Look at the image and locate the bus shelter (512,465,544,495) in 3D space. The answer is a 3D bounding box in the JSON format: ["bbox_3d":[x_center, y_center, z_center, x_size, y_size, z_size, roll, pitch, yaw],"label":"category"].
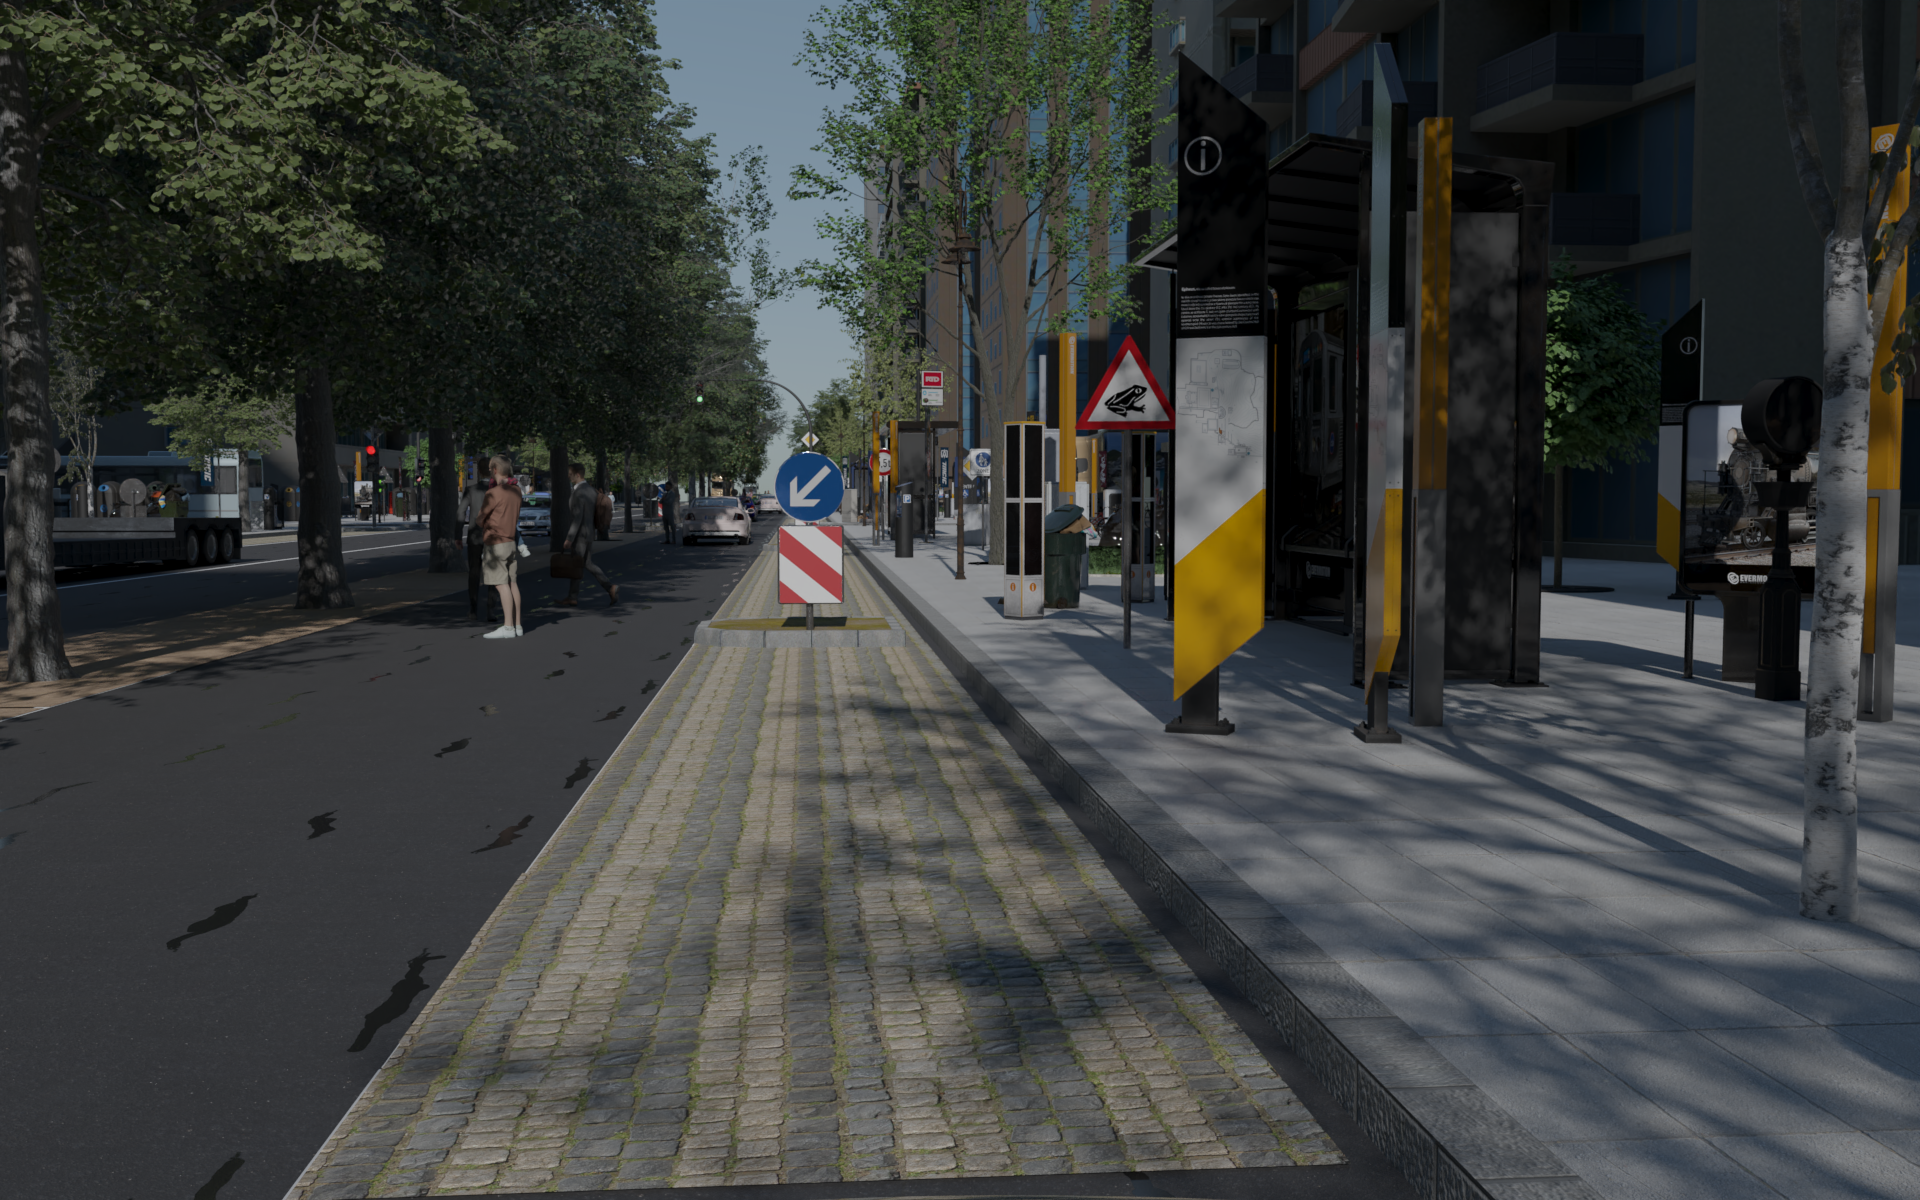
[{"bbox_3d":[-31.198,-7.962,124.109,2.014,3.302,5.546,0,4,-5],"label":"bus shelter"}]

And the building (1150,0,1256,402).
[{"bbox_3d":[21.854,-28.892,96.080,21.600,48.544,21.300,0,4,-5],"label":"building"}]

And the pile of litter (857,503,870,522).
[{"bbox_3d":[-4.528,-4.563,88.573,1.176,0.858,1.719,-1,4,-19],"label":"pile of litter"}]

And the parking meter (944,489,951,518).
[{"bbox_3d":[-0.680,-5.177,93.058,0.372,1.533,0.369,0,3,0],"label":"parking meter"}]

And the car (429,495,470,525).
[{"bbox_3d":[-23.954,-4.282,82.367,2.083,1.381,4.827,0,4,-6],"label":"car"}]

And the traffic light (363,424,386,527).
[{"bbox_3d":[-22.786,-4.795,67.325,0.839,4.253,0.868,0,4,-5],"label":"traffic light"}]

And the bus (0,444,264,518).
[{"bbox_3d":[-35.743,-4.653,70.940,13.247,3.499,2.948,0,4,-4],"label":"bus"}]

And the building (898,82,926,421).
[{"bbox_3d":[4.767,-32.376,183.975,22.147,44.769,28.867,0,4,-5],"label":"building"}]

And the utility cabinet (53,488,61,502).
[{"bbox_3d":[-34.816,-3.492,65.778,1.173,1.500,0.318,-1,4,-20],"label":"utility cabinet"}]

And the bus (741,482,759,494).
[{"bbox_3d":[-35.919,-18.673,296.848,2.896,3.916,12.252,0,4,-5],"label":"bus"}]

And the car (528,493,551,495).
[{"bbox_3d":[-20.138,-4.468,82.643,1.945,1.707,3.694,0,4,-4],"label":"car"}]

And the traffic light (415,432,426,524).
[{"bbox_3d":[-21.423,-6.167,75.499,4.771,5.953,1.251,0,4,-5],"label":"traffic light"}]

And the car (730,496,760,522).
[{"bbox_3d":[-11.412,-4.738,90.039,1.945,1.354,3.894,0,4,-5],"label":"car"}]

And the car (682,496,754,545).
[{"bbox_3d":[-6.973,-2.291,49.819,2.083,1.381,4.827,0,4,-6],"label":"car"}]

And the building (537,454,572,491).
[{"bbox_3d":[-52.469,-31.493,198.512,14.154,41.232,14.086,0,4,-5],"label":"building"}]

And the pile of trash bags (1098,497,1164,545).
[{"bbox_3d":[4.738,-2.009,42.593,1.912,1.369,3.447,2,4,26],"label":"pile of trash bags"}]

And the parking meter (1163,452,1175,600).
[{"bbox_3d":[2.651,-0.923,20.799,0.255,1.863,0.399,-2,4,-35],"label":"parking meter"}]

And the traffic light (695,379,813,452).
[{"bbox_3d":[-8.019,-5.740,68.516,4.771,5.953,1.251,0,4,-5],"label":"traffic light"}]

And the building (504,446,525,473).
[{"bbox_3d":[-47.652,-28.876,155.716,14.154,41.232,14.086,0,4,-5],"label":"building"}]

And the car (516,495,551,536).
[{"bbox_3d":[-14.810,-2.953,60.291,2.014,1.417,4.499,0,4,-7],"label":"car"}]

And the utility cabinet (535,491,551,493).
[{"bbox_3d":[-31.331,-7.431,130.169,1.173,1.500,0.318,-3,5,-39],"label":"utility cabinet"}]

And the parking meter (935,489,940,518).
[{"bbox_3d":[-1.309,-5.290,94.902,0.372,1.533,0.369,0,3,0],"label":"parking meter"}]

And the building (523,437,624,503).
[{"bbox_3d":[-60.681,-36.648,253.822,22.147,44.769,28.867,0,4,-5],"label":"building"}]

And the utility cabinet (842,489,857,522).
[{"bbox_3d":[-4.978,-4.225,77.757,0.318,1.500,1.173,-2,4,-25],"label":"utility cabinet"}]

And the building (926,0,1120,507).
[{"bbox_3d":[4.548,-30.255,144.783,14.600,45.320,14.200,0,4,-5],"label":"building"}]

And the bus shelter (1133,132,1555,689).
[{"bbox_3d":[2.860,-1.418,14.471,1.731,3.624,6.357,0,4,-5],"label":"bus shelter"}]

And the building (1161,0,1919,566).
[{"bbox_3d":[18.718,-23.800,43.757,22.147,44.769,28.867,0,4,-5],"label":"building"}]

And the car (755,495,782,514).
[{"bbox_3d":[-13.794,-6.901,125.185,2.083,1.381,4.827,0,4,-5],"label":"car"}]

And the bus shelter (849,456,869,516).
[{"bbox_3d":[-4.853,-6.068,93.127,2.014,3.302,5.546,0,4,-5],"label":"bus shelter"}]

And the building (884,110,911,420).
[{"bbox_3d":[2.068,-35.792,208.906,21.300,48.544,21.600,0,4,-5],"label":"building"}]

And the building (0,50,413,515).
[{"bbox_3d":[-47.270,-29.509,106.179,21.300,48.544,21.600,0,4,-5],"label":"building"}]

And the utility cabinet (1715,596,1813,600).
[{"bbox_3d":[9.773,-0.745,20.860,1.173,1.500,0.318,1,4,14],"label":"utility cabinet"}]

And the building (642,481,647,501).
[{"bbox_3d":[-61.154,-37.497,296.677,14.154,41.232,14.086,0,4,-5],"label":"building"}]

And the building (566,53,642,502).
[{"bbox_3d":[-62.202,-51.349,277.810,20.563,71.187,20.611,0,4,-5],"label":"building"}]

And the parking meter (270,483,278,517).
[{"bbox_3d":[-37.567,-5.459,94.970,0.399,1.863,0.255,-3,5,-43],"label":"parking meter"}]

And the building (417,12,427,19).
[{"bbox_3d":[-44.403,-27.583,134.581,14.154,41.232,14.086,0,4,-5],"label":"building"}]

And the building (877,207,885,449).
[{"bbox_3d":[-1.352,-39.656,267.984,23.786,49.044,30.456,0,4,-5],"label":"building"}]

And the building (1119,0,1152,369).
[{"bbox_3d":[8.960,-28.505,116.171,14.600,45.320,14.200,0,4,-5],"label":"building"}]

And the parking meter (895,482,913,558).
[{"bbox_3d":[-1.126,-1.623,34.944,0.372,1.533,0.369,0,3,0],"label":"parking meter"}]

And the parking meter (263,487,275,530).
[{"bbox_3d":[-24.655,-3.264,61.780,0.372,1.533,0.369,0,3,0],"label":"parking meter"}]

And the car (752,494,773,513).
[{"bbox_3d":[-15.130,-7.300,131.156,2.131,1.459,4.920,0,4,-4],"label":"car"}]

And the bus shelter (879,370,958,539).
[{"bbox_3d":[-1.396,-4.656,53.756,2.179,5.291,8.768,0,4,-5],"label":"bus shelter"}]

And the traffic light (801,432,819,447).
[{"bbox_3d":[-6.656,-5.375,76.797,0.839,4.253,0.868,0,4,-5],"label":"traffic light"}]

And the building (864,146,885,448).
[{"bbox_3d":[-5.865,-46.163,296.767,21.231,58.520,28.212,0,4,-5],"label":"building"}]

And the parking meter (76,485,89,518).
[{"bbox_3d":[-24.867,-2.494,49.188,0.372,1.533,0.369,0,3,0],"label":"parking meter"}]

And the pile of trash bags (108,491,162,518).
[{"bbox_3d":[-25.046,-2.663,53.296,1.912,1.369,3.447,-1,4,-10],"label":"pile of trash bags"}]
